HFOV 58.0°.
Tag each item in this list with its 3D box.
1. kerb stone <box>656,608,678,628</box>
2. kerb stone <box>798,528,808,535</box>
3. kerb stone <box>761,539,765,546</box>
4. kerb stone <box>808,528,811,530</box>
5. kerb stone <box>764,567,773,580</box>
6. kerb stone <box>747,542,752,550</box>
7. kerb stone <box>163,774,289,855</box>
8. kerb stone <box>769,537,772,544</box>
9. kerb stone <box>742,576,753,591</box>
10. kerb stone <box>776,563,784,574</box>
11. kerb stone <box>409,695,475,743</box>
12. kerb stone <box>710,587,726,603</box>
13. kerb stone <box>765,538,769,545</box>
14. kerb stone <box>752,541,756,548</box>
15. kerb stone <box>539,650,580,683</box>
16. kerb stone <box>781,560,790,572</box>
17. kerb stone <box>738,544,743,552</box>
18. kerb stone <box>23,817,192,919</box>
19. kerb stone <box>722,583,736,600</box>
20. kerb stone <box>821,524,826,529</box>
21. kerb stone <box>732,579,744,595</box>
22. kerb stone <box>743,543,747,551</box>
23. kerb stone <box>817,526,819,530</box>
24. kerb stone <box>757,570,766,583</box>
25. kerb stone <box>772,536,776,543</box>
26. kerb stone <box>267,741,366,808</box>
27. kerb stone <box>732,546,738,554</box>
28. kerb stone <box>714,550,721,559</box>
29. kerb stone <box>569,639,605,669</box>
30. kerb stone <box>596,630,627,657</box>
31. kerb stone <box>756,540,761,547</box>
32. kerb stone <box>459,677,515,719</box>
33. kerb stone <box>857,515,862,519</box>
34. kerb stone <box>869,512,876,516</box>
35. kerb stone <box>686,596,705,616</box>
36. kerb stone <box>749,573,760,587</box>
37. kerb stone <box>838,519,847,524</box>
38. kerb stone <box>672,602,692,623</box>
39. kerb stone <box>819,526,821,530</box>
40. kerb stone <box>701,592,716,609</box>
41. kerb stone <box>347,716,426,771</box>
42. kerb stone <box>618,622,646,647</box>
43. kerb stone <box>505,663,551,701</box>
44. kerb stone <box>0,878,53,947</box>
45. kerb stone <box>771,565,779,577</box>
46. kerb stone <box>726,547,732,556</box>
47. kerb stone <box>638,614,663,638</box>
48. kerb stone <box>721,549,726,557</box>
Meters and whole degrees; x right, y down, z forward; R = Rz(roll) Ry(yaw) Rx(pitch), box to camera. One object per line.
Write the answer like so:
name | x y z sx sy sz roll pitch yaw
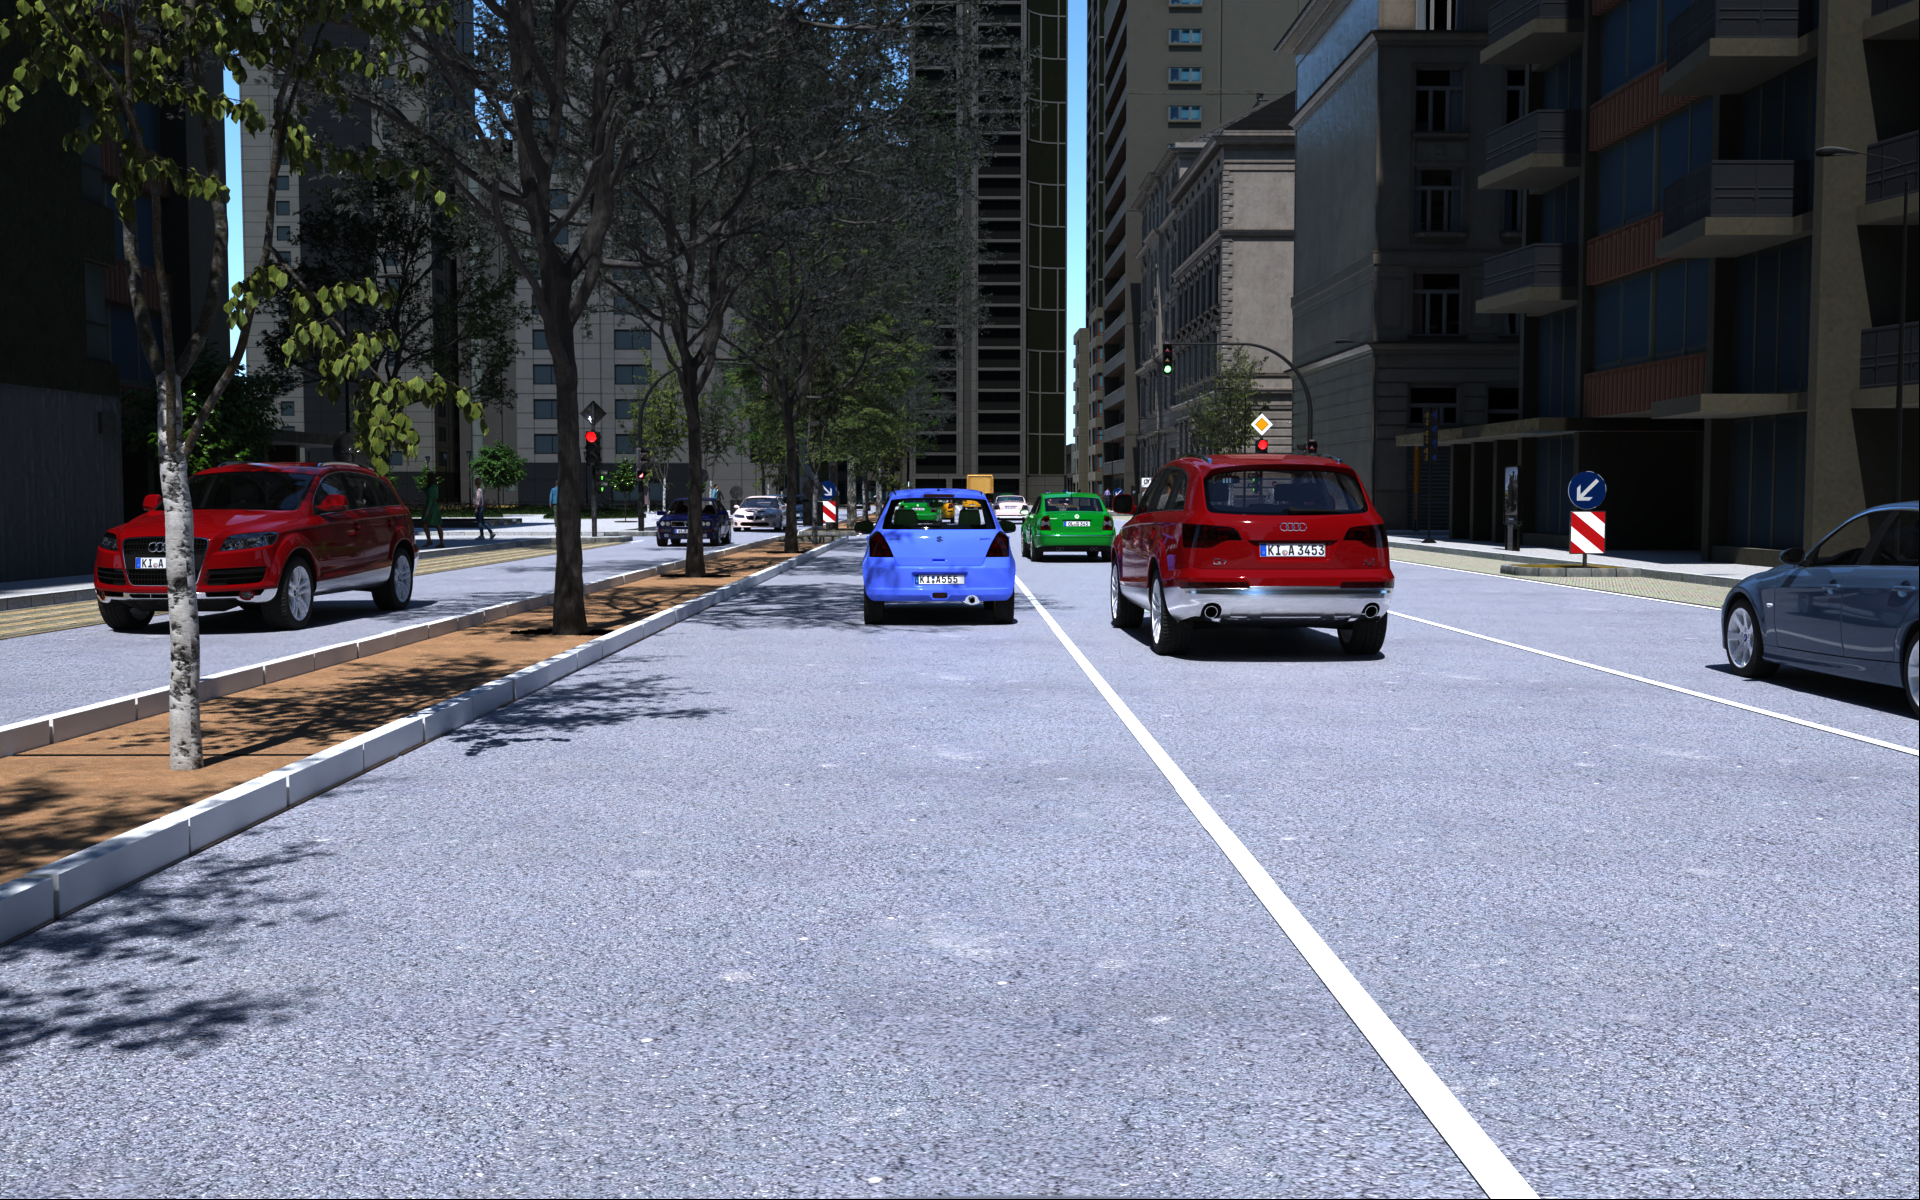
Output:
kerb stone | -3.201 0.218 18.635 0.120 0.150 1.000 0 4 0
kerb stone | -5.631 -2.441 62.171 0.120 0.150 1.000 0 4 0
kerb stone | -5.516 -1.535 47.292 0.120 0.150 1.000 0 4 0
kerb stone | -5.638 -2.505 63.193 0.120 0.150 1.000 0 4 0
kerb stone | -3.272 -0.408 28.867 0.120 0.150 1.000 0 4 0
kerb stone | -5.486 -1.347 44.214 0.120 0.150 1.000 0 4 0
kerb stone | -3.113 0.907 7.362 0.120 0.150 1.000 0 4 0
kerb stone | -5.536 -1.660 49.342 0.120 0.150 1.000 0 4 0
kerb stone | -3.242 -0.218 25.794 0.120 0.150 1.000 0 4 0
kerb stone | -3.290 -0.526 30.914 0.120 0.150 1.000 0 4 0
kerb stone | -3.134 0.719 10.441 0.120 0.150 1.000 0 4 0
kerb stone | -3.232 -0.033 22.728 0.120 0.150 1.000 0 4 0
kerb stone | -5.518 -1.597 48.314 0.120 0.150 1.000 0 4 0
kerb stone | -5.501 -1.409 45.240 0.120 0.150 1.000 0 4 0
kerb stone | -3.157 0.533 13.520 0.120 0.150 1.000 0 4 0
kerb stone | -3.290 -0.596 31.936 0.120 0.150 1.000 0 4 0
kerb stone | -5.469 -1.220 42.163 0.120 0.150 1.000 0 4 0
kerb stone | -3.102 0.970 6.340 0.120 0.150 1.000 0 4 0
kerb stone | -3.234 -0.095 23.750 0.120 0.150 1.000 0 4 0
kerb stone | -5.698 -3.005 71.380 0.120 0.150 1.000 0 4 0
kerb stone | -3.245 -0.158 24.772 0.120 0.150 1.000 0 4 0
kerb stone | -5.481 -1.284 43.187 0.120 0.150 1.000 0 4 0
kerb stone | -5.668 -2.755 67.289 0.120 0.150 1.000 0 4 0
kerb stone | -3.264 -0.345 27.838 0.120 0.150 1.000 0 4 0
kerb stone | -5.534 -1.720 50.372 0.120 0.150 1.000 0 4 0
kerb stone | -3.122 0.844 8.398 0.120 0.150 1.000 0 4 0
kerb stone | -5.459 -1.158 41.141 0.120 0.150 1.000 0 4 0
kerb stone | -5.441 -0.971 38.076 0.120 0.150 1.000 0 4 0
kerb stone | -3.165 0.468 14.545 0.120 0.150 1.000 0 4 0
kerb stone | -3.172 0.405 15.567 0.120 0.150 1.000 0 4 0
kerb stone | -5.503 -1.472 46.264 0.120 0.150 1.000 0 4 0
kerb stone | -3.146 0.656 11.465 0.120 0.150 1.000 0 4 0
kerb stone | -5.936 -5.015 104.192 0.120 0.150 1.000 0 4 0
kerb stone | -6.064 -5.952 119.562 0.120 0.150 1.000 0 4 0
kerb stone | -3.210 0.093 20.679 0.120 0.150 1.000 0 4 0
kerb stone | -3.258 -0.283 26.816 0.120 0.150 1.000 0 4 0
kerb stone | -5.802 -3.887 85.752 0.120 0.150 1.000 0 4 0
kerb stone | -3.201 0.155 19.657 0.120 0.150 1.000 0 4 0
kerb stone | -5.675 -2.815 68.311 0.120 0.150 1.000 0 4 0
kerb stone | -3.223 0.033 21.703 0.120 0.150 1.000 0 4 0
kerb stone | -3.133 0.781 9.419 0.120 0.150 1.000 0 4 0
kerb stone | -3.185 0.343 16.589 0.120 0.150 1.000 0 4 0
kerb stone | -3.143 0.594 12.498 0.120 0.150 1.000 0 4 0
kerb stone | -3.095 1.037 5.307 0.120 0.150 1.000 0 4 0
kerb stone | -3.279 -0.470 29.892 0.120 0.150 1.000 0 4 0
kerb stone | -5.453 -1.092 40.120 0.120 0.150 1.000 0 4 0
kerb stone | -3.190 0.282 17.611 0.120 0.150 1.000 0 4 0
kerb stone | -5.457 -1.030 39.098 0.120 0.150 1.000 0 4 0
